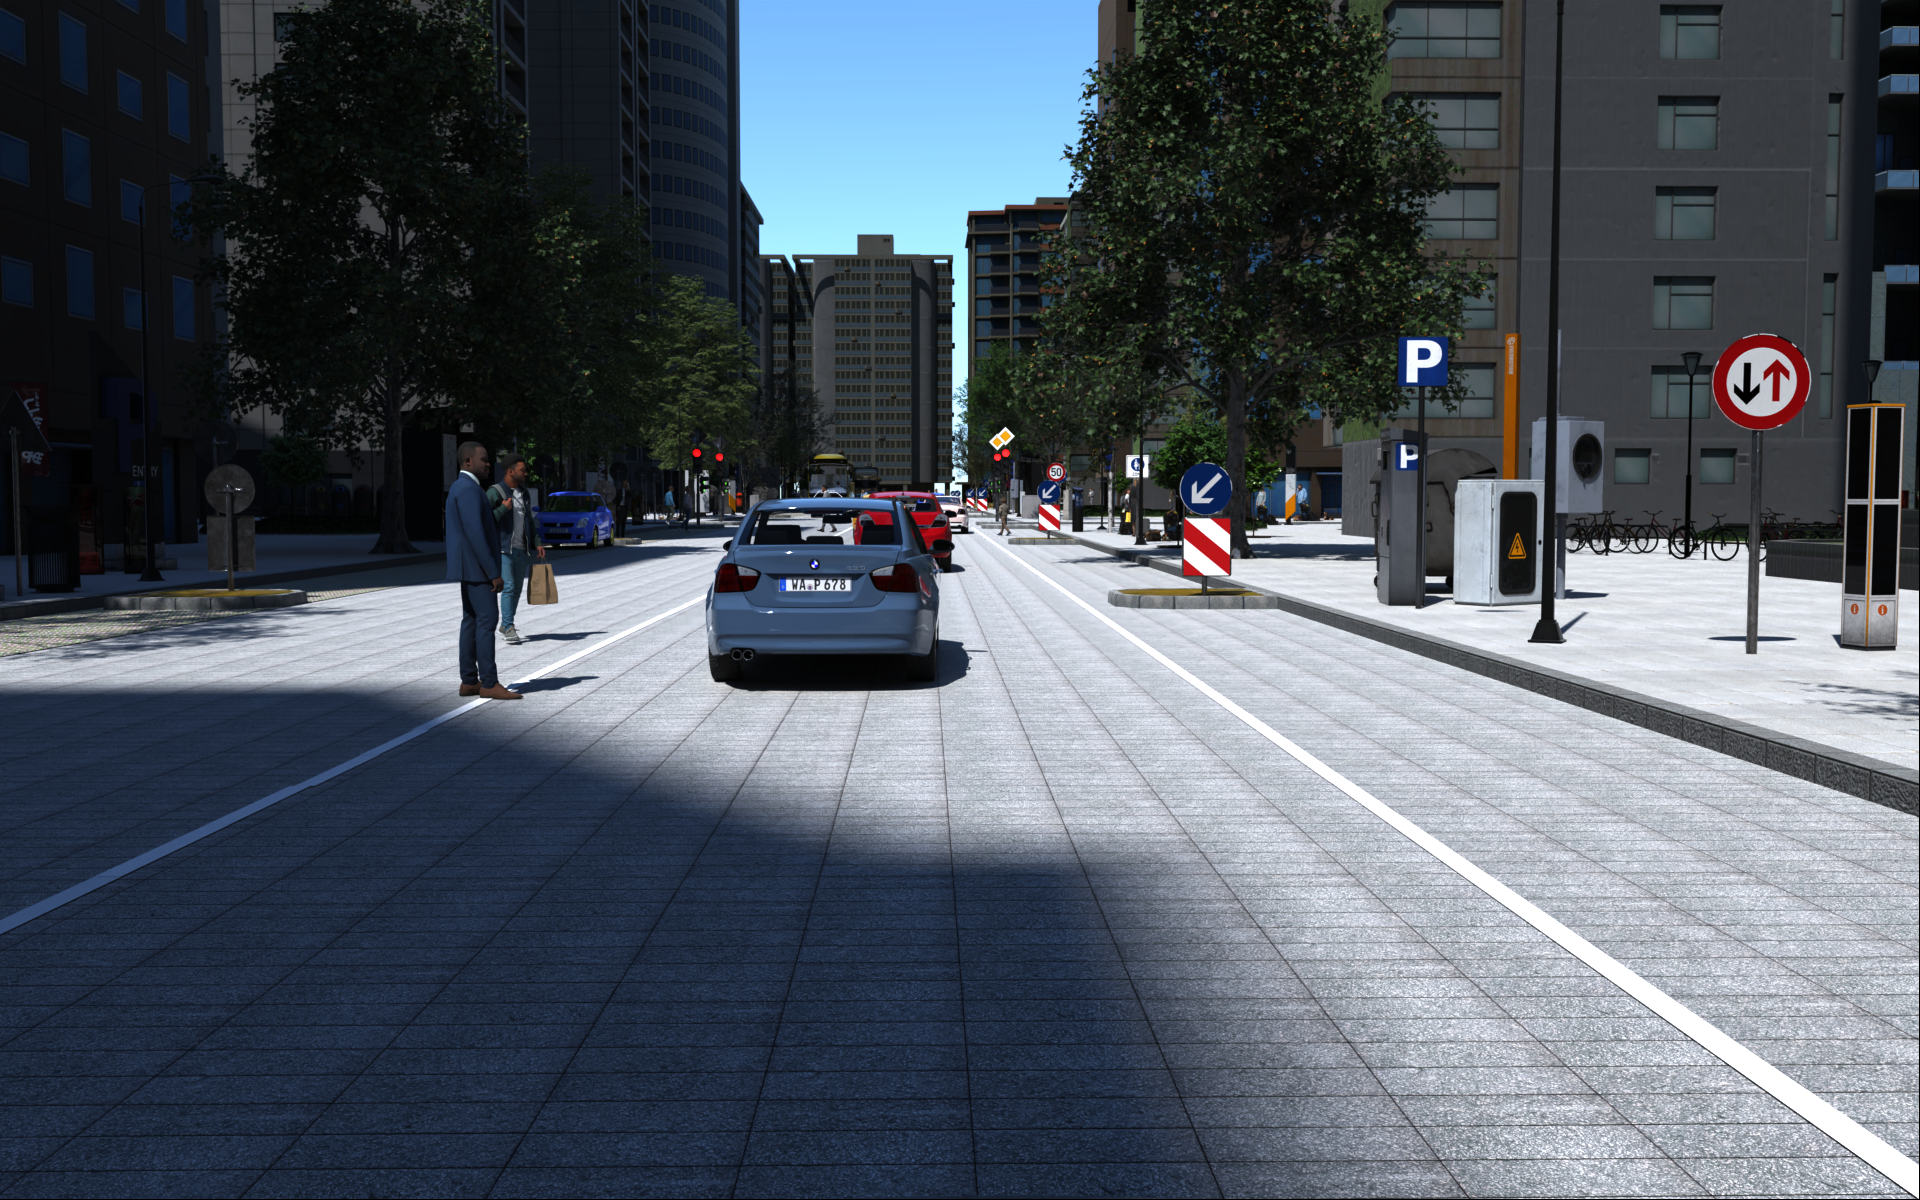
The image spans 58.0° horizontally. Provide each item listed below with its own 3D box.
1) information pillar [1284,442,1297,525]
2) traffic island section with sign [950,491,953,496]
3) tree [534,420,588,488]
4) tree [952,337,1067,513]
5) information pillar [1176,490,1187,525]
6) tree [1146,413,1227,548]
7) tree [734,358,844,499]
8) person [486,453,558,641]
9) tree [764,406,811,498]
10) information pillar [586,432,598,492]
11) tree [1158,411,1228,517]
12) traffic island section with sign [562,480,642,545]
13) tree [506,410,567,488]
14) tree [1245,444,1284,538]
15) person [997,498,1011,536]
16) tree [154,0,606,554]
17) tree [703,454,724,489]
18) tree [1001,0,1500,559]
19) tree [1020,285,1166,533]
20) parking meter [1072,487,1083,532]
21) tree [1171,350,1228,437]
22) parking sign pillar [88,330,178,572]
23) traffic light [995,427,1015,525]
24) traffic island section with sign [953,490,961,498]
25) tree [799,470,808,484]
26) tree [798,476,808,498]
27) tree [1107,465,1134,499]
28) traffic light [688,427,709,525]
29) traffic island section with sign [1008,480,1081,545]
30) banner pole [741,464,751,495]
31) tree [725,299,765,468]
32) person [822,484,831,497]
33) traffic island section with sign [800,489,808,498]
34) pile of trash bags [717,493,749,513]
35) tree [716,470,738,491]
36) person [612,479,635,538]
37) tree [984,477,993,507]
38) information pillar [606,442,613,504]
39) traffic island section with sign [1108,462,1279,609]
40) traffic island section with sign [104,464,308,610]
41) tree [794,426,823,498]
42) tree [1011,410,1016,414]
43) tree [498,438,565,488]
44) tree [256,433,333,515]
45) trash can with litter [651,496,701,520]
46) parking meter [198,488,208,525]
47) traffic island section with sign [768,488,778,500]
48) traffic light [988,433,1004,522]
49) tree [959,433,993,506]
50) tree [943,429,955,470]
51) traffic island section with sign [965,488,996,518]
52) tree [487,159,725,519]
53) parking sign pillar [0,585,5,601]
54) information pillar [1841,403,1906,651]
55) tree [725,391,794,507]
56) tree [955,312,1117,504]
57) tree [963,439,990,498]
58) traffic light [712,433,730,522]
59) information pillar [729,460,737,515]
[{"bbox_3d":[13.674,-4.909,71.620,0.183,3.616,0.504,-3,5,-43],"label":"information pillar"},{"bbox_3d":[-0.376,-10.617,182.218,1.989,1.847,2.006,0,4,-1],"label":"traffic island section with sign"},{"bbox_3d":[-22.694,-9.051,98.345,4.360,8.622,3.978,0,3,0],"label":"tree"},{"bbox_3d":[3.692,-11.627,115.854,9.928,11.665,9.643,0,3,0],"label":"tree"},{"bbox_3d":[6.476,-2.834,50.825,0.304,2.012,0.304,1,4,20],"label":"information pillar"},{"bbox_3d":[5.341,-2.858,41.329,1.663,3.219,1.824,0,3,0],"label":"tree"},{"bbox_3d":[-15.497,-14.900,153.992,12.009,13.543,11.850,0,3,0],"label":"tree"},{"bbox_3d":[-4.286,-0.504,16.720,0.794,1.824,0.713,-3,5,-41],"label":"person"},{"bbox_3d":[-14.773,-11.912,145.130,4.737,8.622,4.395,0,3,0],"label":"tree"},{"bbox_3d":[-13.936,-4.544,65.651,0.504,3.616,0.183,-3,5,-44],"label":"information pillar"},{"bbox_3d":[9.468,-5.174,68.307,4.285,4.588,4.351,0,3,0],"label":"tree"},{"bbox_3d":[-10.119,-2.480,49.170,1.989,1.847,2.006,0,4,-1],"label":"traffic island section with sign"},{"bbox_3d":[-16.981,-7.156,67.369,4.737,8.622,4.395,0,3,0],"label":"tree"},{"bbox_3d":[8.736,-3.433,50.723,1.663,3.219,1.824,0,3,0],"label":"tree"},{"bbox_3d":[1.497,-2.860,59.535,0.640,1.303,0.475,2,4,35],"label":"person"},{"bbox_3d":[-12.134,-7.345,37.092,9.611,12.733,9.660,0,3,0],"label":"tree"},{"bbox_3d":[-20.882,-9.708,142.441,4.285,4.588,4.351,0,3,0],"label":"tree"},{"bbox_3d":[5.596,-7.174,34.302,9.611,12.733,9.660,0,3,0],"label":"tree"},{"bbox_3d":[4.772,-6.550,57.449,4.360,8.622,3.978,0,3,0],"label":"tree"},{"bbox_3d":[3.993,-3.076,58.699,0.372,1.533,0.369,0,3,0],"label":"parking meter"},{"bbox_3d":[12.343,-8.358,87.013,4.737,8.622,4.395,0,3,0],"label":"tree"},{"bbox_3d":[-14.051,-2.494,29.248,1.447,3.967,1.447,1,4,9],"label":"parking sign pillar"},{"bbox_3d":[1.877,-5.100,72.309,0.839,4.253,0.868,0,4,-1],"label":"traffic light"},{"bbox_3d":[0.663,-7.596,132.815,1.989,1.847,2.006,0,4,-1],"label":"traffic island section with sign"},{"bbox_3d":[-15.630,-12.363,185.841,4.285,4.588,4.351,0,3,0],"label":"tree"},{"bbox_3d":[-16.034,-11.387,180.779,1.663,3.219,1.824,0,3,0],"label":"tree"},{"bbox_3d":[10.441,-7.315,114.208,1.663,3.219,1.824,0,3,0],"label":"tree"},{"bbox_3d":[-10.881,-5.083,72.027,0.839,4.253,0.868,0,4,-1],"label":"traffic light"},{"bbox_3d":[2.393,-2.511,49.690,1.989,1.847,2.006,0,4,-1],"label":"traffic island section with sign"},{"bbox_3d":[-15.530,-8.330,126.219,0.863,3.779,0.401,-1,4,-13],"label":"banner pole"},{"bbox_3d":[-13.906,-10.526,90.230,7.486,12.596,7.792,0,3,0],"label":"tree"},{"bbox_3d":[-5.015,-3.448,65.143,0.850,1.792,0.678,1,4,13],"label":"person"},{"bbox_3d":[-11.855,-7.576,132.503,1.989,1.847,2.006,0,4,-1],"label":"traffic island section with sign"},{"bbox_3d":[-15.276,-6.593,117.550,1.912,1.369,3.447,-1,4,-20],"label":"pile of trash bags"},{"bbox_3d":[-18.351,-8.767,137.941,1.663,3.219,1.824,0,3,0],"label":"tree"},{"bbox_3d":[-10.304,-2.769,53.134,0.474,1.900,0.648,3,5,44],"label":"person"},{"bbox_3d":[3.130,-10.993,174.343,1.663,3.219,1.824,0,3,0],"label":"tree"},{"bbox_3d":[-14.492,-4.906,71.567,0.504,3.616,0.183,3,5,41],"label":"information pillar"},{"bbox_3d":[2.961,-0.847,22.472,1.989,1.847,2.006,0,4,-1],"label":"traffic island section with sign"},{"bbox_3d":[-9.553,-0.831,22.221,1.989,1.847,2.006,0,4,-1],"label":"traffic island section with sign"},{"bbox_3d":[-15.336,-13.108,164.677,4.360,8.622,3.978,0,3,0],"label":"tree"},{"bbox_3d":[4.631,-8.700,92.615,4.360,8.622,3.978,0,3,0],"label":"tree"},{"bbox_3d":[-22.290,-6.506,90.081,4.285,4.588,4.351,0,3,0],"label":"tree"},{"bbox_3d":[-31.179,-5.964,81.218,4.285,4.588,4.351,0,3,0],"label":"tree"},{"bbox_3d":[-14.437,-4.689,87.724,2.233,1.210,1.678,0,4,3],"label":"trash can with litter"},{"bbox_3d":[-31.672,-3.919,72.492,0.372,1.533,0.369,0,3,0],"label":"parking meter"},{"bbox_3d":[-11.272,-5.879,104.749,1.989,1.847,2.006,0,4,-1],"label":"traffic island section with sign"},{"bbox_3d":[1.710,-5.588,80.292,0.839,4.253,0.868,0,4,-1],"label":"traffic light"},{"bbox_3d":[2.023,-14.513,187.651,4.360,8.622,3.978,0,3,0],"label":"tree"},{"bbox_3d":[1.621,-17.351,218.098,8.767,10.594,7.601,1,4,21],"label":"tree"},{"bbox_3d":[1.223,-5.934,105.647,1.989,1.847,2.006,0,4,-1],"label":"traffic island section with sign"},{"bbox_3d":[-13.240,-8.664,59.776,7.486,12.596,7.792,0,3,0],"label":"tree"},{"bbox_3d":[-12.189,-1.958,20.492,1.447,3.967,1.447,0,4,2],"label":"parking sign pillar"},{"bbox_3d":[7.502,-0.596,14.243,0.304,2.012,0.304,-1,4,-13],"label":"information pillar"},{"bbox_3d":[-14.004,-9.994,113.766,4.360,8.622,3.978,0,3,0],"label":"tree"},{"bbox_3d":[4.433,-9.248,85.623,8.767,10.594,7.601,0,4,3],"label":"tree"},{"bbox_3d":[1.980,-17.008,228.434,4.737,8.622,4.395,0,3,0],"label":"tree"},{"bbox_3d":[-11.048,-5.571,80.010,0.839,4.253,0.868,0,4,-1],"label":"traffic light"},{"bbox_3d":[-13.883,-6.987,105.595,0.183,3.616,0.504,3,5,41],"label":"information pillar"}]
